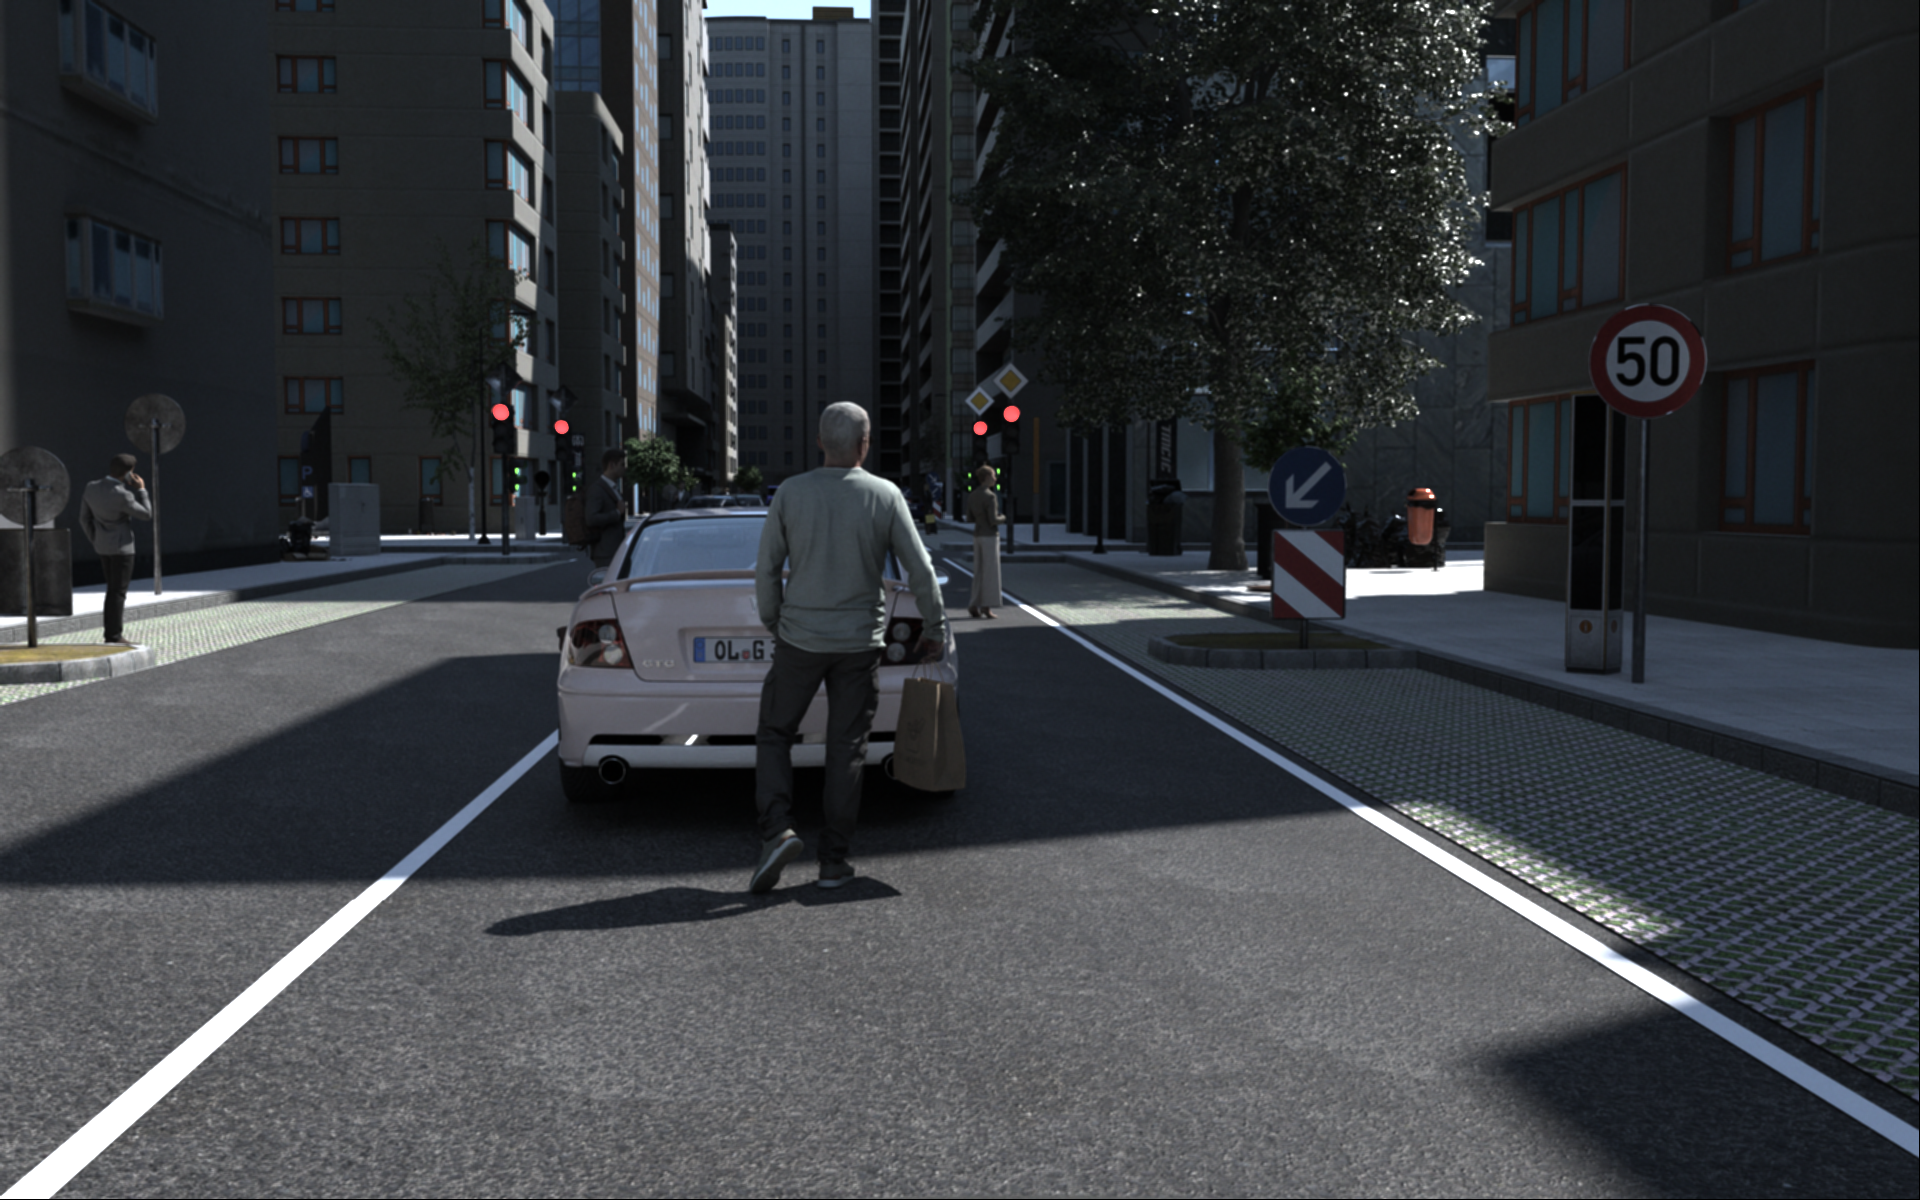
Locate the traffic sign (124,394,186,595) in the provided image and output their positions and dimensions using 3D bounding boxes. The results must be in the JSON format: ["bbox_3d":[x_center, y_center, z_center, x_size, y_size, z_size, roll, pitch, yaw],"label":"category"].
[{"bbox_3d":[-10.217,-1.338,21.990,0.768,2.556,0.104,0,4,-3],"label":"traffic sign"}]

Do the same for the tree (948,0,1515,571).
[{"bbox_3d":[4.443,-7.477,28.897,9.857,13.997,8.962,0,3,0],"label":"tree"}]

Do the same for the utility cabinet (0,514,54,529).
[{"bbox_3d":[-10.793,-0.512,19.534,0.306,1.237,1.020,3,5,39],"label":"utility cabinet"}]

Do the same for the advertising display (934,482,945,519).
[{"bbox_3d":[-1.061,-5.176,89.840,0.123,1.923,0.974,-2,4,-30],"label":"advertising display"}]

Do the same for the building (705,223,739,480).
[{"bbox_3d":[-30.990,-25.343,186.057,14.107,30.474,14.160,0,4,-4],"label":"building"}]

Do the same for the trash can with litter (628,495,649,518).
[{"bbox_3d":[-17.364,-5.048,93.594,2.233,1.210,1.678,0,4,-3],"label":"trash can with litter"}]

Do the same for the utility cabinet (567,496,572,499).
[{"bbox_3d":[-12.929,-2.848,57.728,0.306,1.237,1.020,0,4,6],"label":"utility cabinet"}]

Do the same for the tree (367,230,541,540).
[{"bbox_3d":[-13.757,-5.956,47.738,4.737,8.622,4.395,0,3,0],"label":"tree"}]

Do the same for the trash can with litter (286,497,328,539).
[{"bbox_3d":[-18.775,-2.322,49.030,1.678,1.210,2.233,-1,4,-22],"label":"trash can with litter"}]

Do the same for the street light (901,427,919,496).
[{"bbox_3d":[-3.400,-8.999,119.669,1.470,5.913,1.316,0,4,-4],"label":"street light"}]

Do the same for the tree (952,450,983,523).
[{"bbox_3d":[0.348,-5.030,76.834,1.663,3.219,1.824,0,3,0],"label":"tree"}]

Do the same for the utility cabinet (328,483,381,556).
[{"bbox_3d":[-12.599,-1.675,36.073,0.318,1.500,1.173,2,4,23],"label":"utility cabinet"}]

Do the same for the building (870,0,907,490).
[{"bbox_3d":[-0.629,-47.452,214.096,20.611,71.187,20.563,0,4,-4],"label":"building"}]

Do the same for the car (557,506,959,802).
[{"bbox_3d":[-1.049,0.175,9.504,2.083,1.381,4.827,0,4,-5],"label":"car"}]

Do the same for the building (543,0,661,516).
[{"bbox_3d":[-26.437,-27.991,107.761,14.600,45.320,14.200,0,4,-4],"label":"building"}]

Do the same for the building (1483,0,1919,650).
[{"bbox_3d":[21.807,-10.032,9.069,27.650,21.520,28.899,0,4,-4],"label":"building"}]

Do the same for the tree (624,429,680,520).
[{"bbox_3d":[-15.562,-6.318,87.021,4.285,4.588,4.351,0,3,0],"label":"tree"}]

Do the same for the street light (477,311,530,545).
[{"bbox_3d":[-11.598,-4.373,44.033,1.470,5.913,1.316,0,4,-4],"label":"street light"}]

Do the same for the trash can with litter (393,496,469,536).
[{"bbox_3d":[-16.345,-2.618,53.858,2.233,1.210,1.678,1,4,22],"label":"trash can with litter"}]

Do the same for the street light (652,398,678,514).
[{"bbox_3d":[-14.305,-6.799,83.709,1.470,5.913,1.316,0,4,-4],"label":"street light"}]

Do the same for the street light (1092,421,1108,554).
[{"bbox_3d":[2.477,-3.951,37.143,1.470,5.913,1.316,0,4,-4],"label":"street light"}]

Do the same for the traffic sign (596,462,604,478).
[{"bbox_3d":[-13.325,-3.989,65.324,0.768,2.556,0.104,0,4,-2],"label":"traffic sign"}]

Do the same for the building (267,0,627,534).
[{"bbox_3d":[-28.947,-13.650,68.218,27.650,21.520,28.899,0,4,-4],"label":"building"}]

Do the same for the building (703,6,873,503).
[{"bbox_3d":[-24.990,-41.035,212.922,28.212,58.520,21.231,0,4,-4],"label":"building"}]

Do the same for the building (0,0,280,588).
[{"bbox_3d":[-22.495,-24.222,19.735,21.600,48.544,21.300,0,4,-4],"label":"building"}]

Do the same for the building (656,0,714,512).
[{"bbox_3d":[-33.207,-33.131,130.928,28.713,52.752,27.495,0,4,-4],"label":"building"}]

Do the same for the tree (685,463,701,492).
[{"bbox_3d":[-17.071,-6.876,107.024,1.663,3.219,1.824,0,3,0],"label":"tree"}]

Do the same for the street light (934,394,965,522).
[{"bbox_3d":[-0.496,-6.586,80.217,1.470,5.913,1.316,0,4,-4],"label":"street light"}]

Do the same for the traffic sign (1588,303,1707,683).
[{"bbox_3d":[4.606,-0.708,11.689,0.768,2.556,0.104,0,4,6],"label":"traffic sign"}]

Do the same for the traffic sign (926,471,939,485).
[{"bbox_3d":[-1.539,-5.963,97.599,0.768,2.556,0.104,0,4,-4],"label":"traffic sign"}]

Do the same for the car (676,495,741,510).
[{"bbox_3d":[-6.812,-2.190,47.804,2.014,1.417,4.499,0,4,-4],"label":"car"}]

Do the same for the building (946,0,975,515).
[{"bbox_3d":[6.016,-26.085,110.080,14.154,41.232,14.086,0,4,-4],"label":"building"}]

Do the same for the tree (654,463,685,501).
[{"bbox_3d":[-16.516,-6.261,96.964,1.663,3.219,1.824,0,3,0],"label":"tree"}]

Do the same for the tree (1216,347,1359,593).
[{"bbox_3d":[4.439,-1.723,22.767,1.663,3.219,1.824,0,3,0],"label":"tree"}]

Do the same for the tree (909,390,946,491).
[{"bbox_3d":[-1.863,-10.592,123.545,4.360,8.622,3.978,0,3,0],"label":"tree"}]

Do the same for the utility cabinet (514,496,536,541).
[{"bbox_3d":[-12.082,-2.258,48.087,0.306,1.237,1.020,-2,4,-31],"label":"utility cabinet"}]

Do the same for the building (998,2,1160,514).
[{"bbox_3d":[7.796,-31.515,138.974,21.300,48.544,21.600,0,4,-4],"label":"building"}]

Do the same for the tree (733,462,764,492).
[{"bbox_3d":[-21.788,-11.880,177.949,4.285,4.588,4.351,0,3,0],"label":"tree"}]

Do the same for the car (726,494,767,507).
[{"bbox_3d":[-6.846,-2.604,54.367,2.131,1.459,4.920,0,4,-6],"label":"car"}]

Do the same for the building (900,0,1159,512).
[{"bbox_3d":[5.556,-32.827,160.429,21.300,48.544,21.600,0,4,-4],"label":"building"}]

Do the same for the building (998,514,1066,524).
[{"bbox_3d":[12.162,-28.179,84.435,21.300,48.544,21.600,0,4,-4],"label":"building"}]

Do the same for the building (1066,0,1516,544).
[{"bbox_3d":[19.126,-45.370,54.473,31.000,86.520,22.319,0,4,-4],"label":"building"}]

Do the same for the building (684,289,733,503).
[{"bbox_3d":[-35.785,-19.258,159.913,27.650,21.520,28.899,0,4,-4],"label":"building"}]
